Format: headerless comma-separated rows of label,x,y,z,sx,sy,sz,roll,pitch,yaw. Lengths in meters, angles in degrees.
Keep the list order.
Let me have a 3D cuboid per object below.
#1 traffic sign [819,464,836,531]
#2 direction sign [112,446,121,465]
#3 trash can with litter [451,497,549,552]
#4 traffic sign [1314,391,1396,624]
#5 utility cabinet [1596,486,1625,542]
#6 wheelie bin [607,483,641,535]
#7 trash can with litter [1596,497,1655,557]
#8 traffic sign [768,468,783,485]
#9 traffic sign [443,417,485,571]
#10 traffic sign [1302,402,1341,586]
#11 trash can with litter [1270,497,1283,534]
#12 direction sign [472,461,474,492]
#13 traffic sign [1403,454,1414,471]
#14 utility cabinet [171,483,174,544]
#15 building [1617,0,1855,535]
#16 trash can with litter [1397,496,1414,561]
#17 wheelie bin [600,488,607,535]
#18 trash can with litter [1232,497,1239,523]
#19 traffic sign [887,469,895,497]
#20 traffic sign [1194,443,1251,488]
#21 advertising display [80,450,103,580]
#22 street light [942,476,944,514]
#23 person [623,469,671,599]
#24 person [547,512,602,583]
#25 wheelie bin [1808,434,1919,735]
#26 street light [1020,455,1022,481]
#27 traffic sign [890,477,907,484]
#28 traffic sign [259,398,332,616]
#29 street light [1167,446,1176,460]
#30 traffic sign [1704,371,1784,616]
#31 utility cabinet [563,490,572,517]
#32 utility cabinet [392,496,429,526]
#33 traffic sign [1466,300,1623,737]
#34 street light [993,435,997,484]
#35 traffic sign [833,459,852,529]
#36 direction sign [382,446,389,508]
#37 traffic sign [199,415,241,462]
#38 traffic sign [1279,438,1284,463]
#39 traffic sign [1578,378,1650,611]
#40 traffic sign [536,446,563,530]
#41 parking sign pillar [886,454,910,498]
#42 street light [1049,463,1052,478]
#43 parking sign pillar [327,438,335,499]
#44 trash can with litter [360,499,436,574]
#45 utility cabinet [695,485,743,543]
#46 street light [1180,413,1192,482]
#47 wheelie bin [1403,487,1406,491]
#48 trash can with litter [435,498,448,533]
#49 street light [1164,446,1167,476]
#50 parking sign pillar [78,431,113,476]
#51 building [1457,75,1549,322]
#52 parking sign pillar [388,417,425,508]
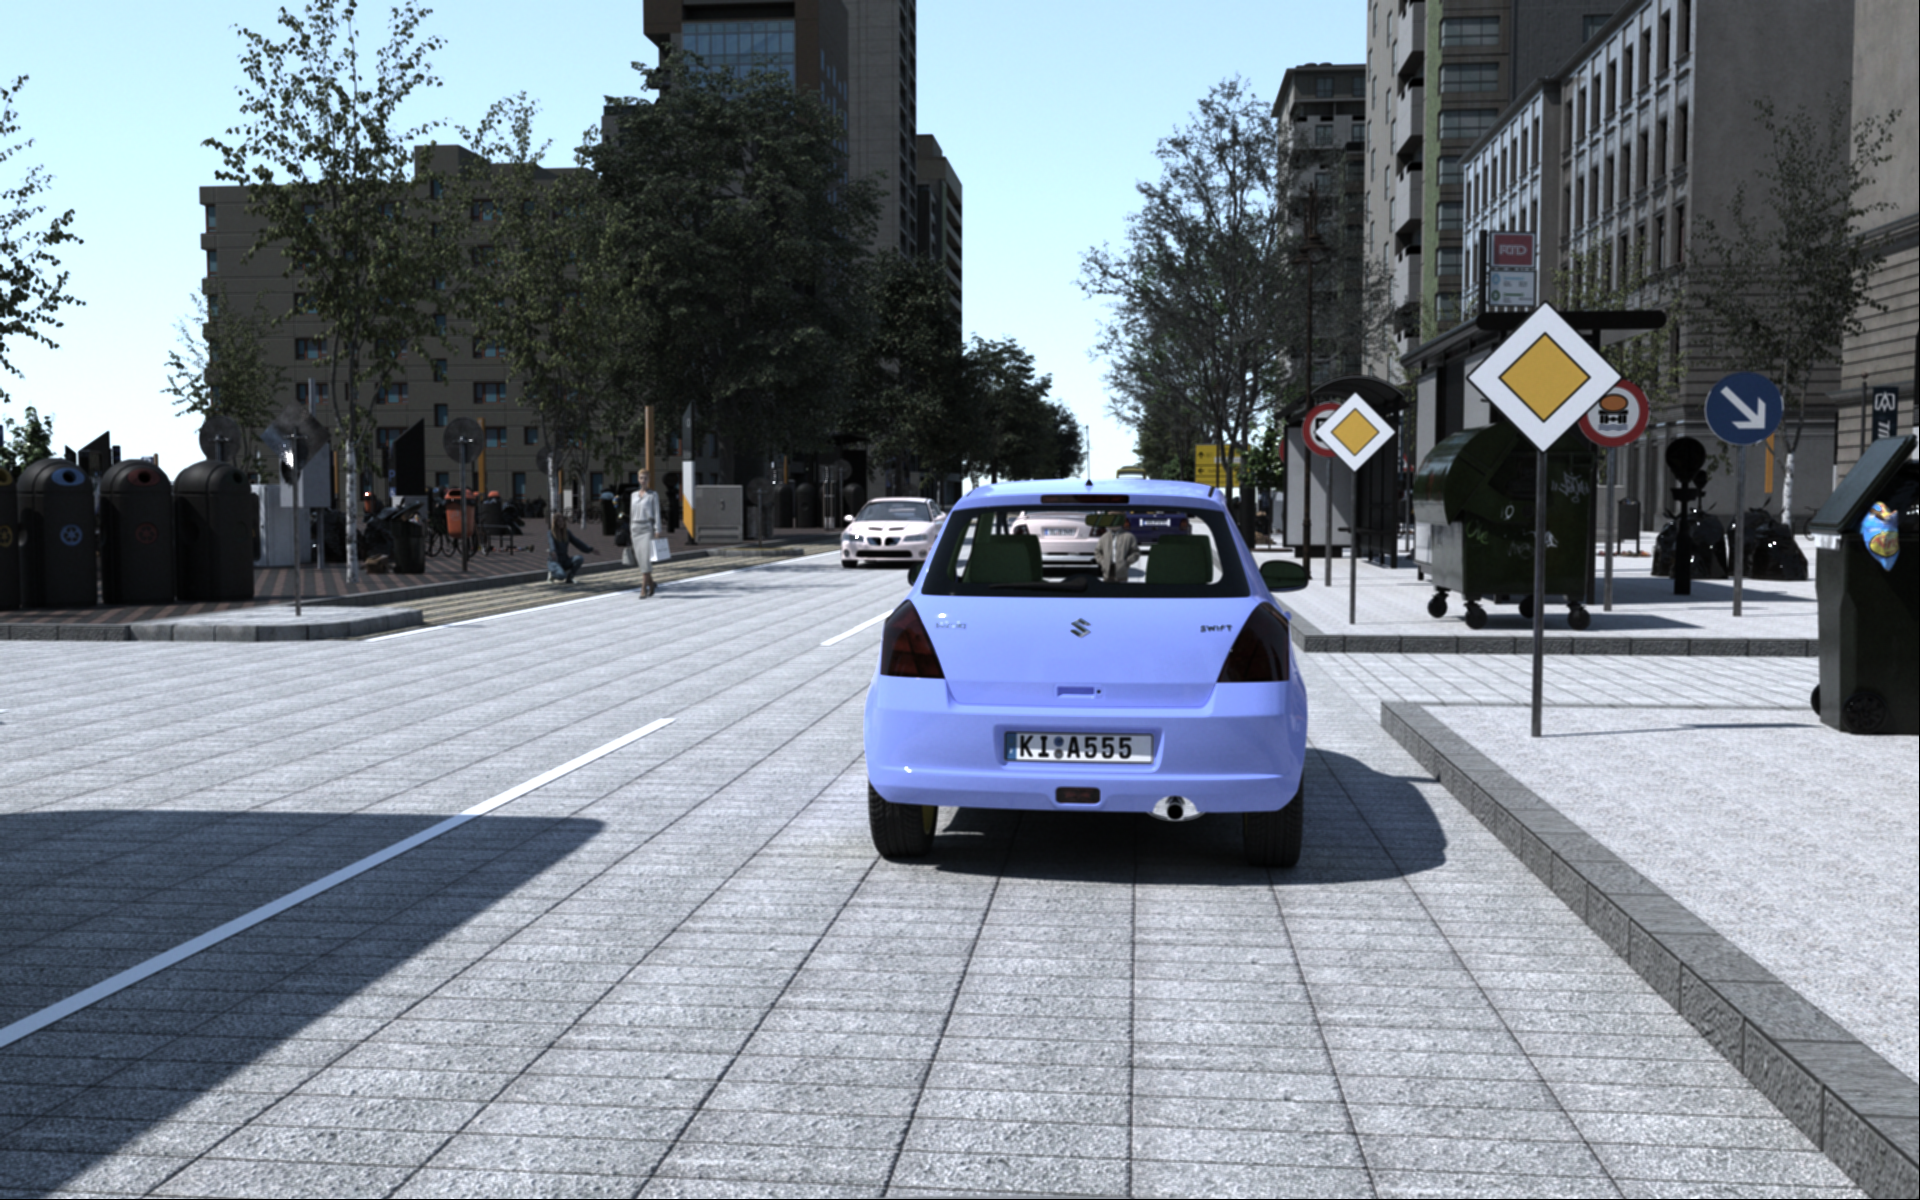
traffic sign,-4.570,-3.525,59.764,0.606,2.300,0.079,1,4,9
direction sign,-39.586,-5.430,80.773,0.876,3.537,0.379,-1,4,-13
trash can with litter,-10.240,-1.701,38.865,2.233,1.210,1.678,1,4,19
traffic sign,3.869,-0.819,17.030,0.795,2.450,0.064,0,4,6
utility cabinet,16.856,-2.255,45.549,1.173,1.500,0.318,0,4,-4
wheelie bin,-9.675,-2.627,50.862,0.980,1.594,0.693,-3,4,-36
trash can with litter,13.684,-1.527,36.022,1.678,1.210,2.233,-2,4,-26
traffic sign,-7.183,-3.991,67.384,0.606,2.300,0.079,0,4,7
traffic sign,-8.227,-1.748,28.693,0.768,2.556,0.104,1,4,15
traffic sign,5.123,-1.463,24.023,0.768,2.556,0.104,1,4,16
trash can with litter,10.266,-2.773,56.390,1.678,1.210,2.233,2,4,27
direction sign,-23.266,-5.553,82.790,0.379,3.537,0.876,-1,4,-13
traffic sign,10.055,-2.454,40.134,0.884,2.594,0.081,1,4,13
utility cabinet,-15.641,-1.611,35.023,0.318,1.500,1.173,1,4,16
building,28.445,-13.060,62.685,9.793,20.994,18.267,0,4,6
trash can with litter,9.680,-1.400,33.944,2.233,1.210,1.678,1,4,13
wheelie bin,-10.826,-2.806,53.779,0.693,1.594,0.980,-1,4,-18
trash can with litter,11.897,-3.950,75.964,1.055,1.170,0.624,-2,4,-32
traffic sign,-3.293,-5.268,86.236,0.768,2.556,0.104,1,4,14
traffic sign,10.593,-4.651,69.919,2.265,3.308,0.079,1,4,11
advertising display,-12.956,-1.264,25.884,0.123,1.923,0.974,-1,4,-16
street light,-0.938,-7.456,94.691,0.468,5.910,1.993,0,4,6
person,-4.311,-0.923,23.937,0.694,1.780,0.624,3,4,36
person,-6.226,-0.835,27.650,1.012,1.151,0.738,-3,5,-41
wheelie bin,5.063,-0.095,9.458,0.693,1.594,0.980,1,4,12
street light,5.705,-11.444,159.900,0.468,5.910,1.993,0,4,6
traffic sign,-3.146,-5.438,88.911,0.884,2.594,0.081,1,4,10
traffic sign,-6.964,-0.889,18.175,0.795,2.450,0.064,0,4,6
street light,16.581,-9.919,134.968,0.468,5.910,1.993,0,4,6
traffic sign,8.161,-1.101,18.110,0.768,2.556,0.104,1,4,12
utility cabinet,-21.503,-5.303,95.389,1.173,1.500,0.318,3,5,41
utility cabinet,-17.707,-2.739,55.949,1.020,1.237,0.306,-1,4,-18
traffic sign,3.042,-0.333,9.088,0.795,2.450,0.064,0,4,6
street light,2.506,-9.466,127.564,0.468,5.910,1.993,0,4,6
traffic sign,-4.366,-3.892,63.737,0.768,2.556,0.104,0,4,7
direction sign,-27.299,-5.528,82.388,0.379,3.537,0.876,0,4,0
traffic sign,-11.963,-1.705,27.990,0.768,2.556,0.104,1,4,13
traffic sign,6.872,-2.151,35.281,0.768,2.556,0.104,1,4,13
traffic sign,7.091,-1.148,18.884,0.768,2.556,0.104,0,4,8
traffic sign,-10.804,-2.782,45.598,0.768,2.556,0.104,1,4,11
parking sign pillar,-3.279,-6.282,91.188,1.447,3.967,1.447,2,4,35
street light,10.953,-14.491,209.718,0.468,5.910,1.993,0,4,6
parking sign pillar,-28.528,-5.419,77.080,1.447,3.967,1.447,1,4,11
trash can with litter,-9.113,-1.008,27.875,1.055,1.170,0.624,0,4,-1
utility cabinet,-6.187,-2.190,44.478,1.173,1.500,0.318,0,4,1
street light,12.014,-7.251,91.347,0.468,5.910,1.993,0,4,6
wheelie bin,20.843,-4.478,81.127,0.693,1.594,0.980,1,4,15
trash can with litter,-16.455,-2.722,55.884,1.055,1.170,0.624,1,4,18
street light,19.938,-11.909,167.494,0.468,5.910,1.993,0,4,6
parking sign pillar,-36.778,-5.215,73.744,1.447,3.967,1.447,0,4,-2
building,29.746,-14.173,80.881,9.793,20.994,18.267,0,4,6
parking sign pillar,-19.319,-4.403,60.460,1.447,3.967,1.447,2,4,31
